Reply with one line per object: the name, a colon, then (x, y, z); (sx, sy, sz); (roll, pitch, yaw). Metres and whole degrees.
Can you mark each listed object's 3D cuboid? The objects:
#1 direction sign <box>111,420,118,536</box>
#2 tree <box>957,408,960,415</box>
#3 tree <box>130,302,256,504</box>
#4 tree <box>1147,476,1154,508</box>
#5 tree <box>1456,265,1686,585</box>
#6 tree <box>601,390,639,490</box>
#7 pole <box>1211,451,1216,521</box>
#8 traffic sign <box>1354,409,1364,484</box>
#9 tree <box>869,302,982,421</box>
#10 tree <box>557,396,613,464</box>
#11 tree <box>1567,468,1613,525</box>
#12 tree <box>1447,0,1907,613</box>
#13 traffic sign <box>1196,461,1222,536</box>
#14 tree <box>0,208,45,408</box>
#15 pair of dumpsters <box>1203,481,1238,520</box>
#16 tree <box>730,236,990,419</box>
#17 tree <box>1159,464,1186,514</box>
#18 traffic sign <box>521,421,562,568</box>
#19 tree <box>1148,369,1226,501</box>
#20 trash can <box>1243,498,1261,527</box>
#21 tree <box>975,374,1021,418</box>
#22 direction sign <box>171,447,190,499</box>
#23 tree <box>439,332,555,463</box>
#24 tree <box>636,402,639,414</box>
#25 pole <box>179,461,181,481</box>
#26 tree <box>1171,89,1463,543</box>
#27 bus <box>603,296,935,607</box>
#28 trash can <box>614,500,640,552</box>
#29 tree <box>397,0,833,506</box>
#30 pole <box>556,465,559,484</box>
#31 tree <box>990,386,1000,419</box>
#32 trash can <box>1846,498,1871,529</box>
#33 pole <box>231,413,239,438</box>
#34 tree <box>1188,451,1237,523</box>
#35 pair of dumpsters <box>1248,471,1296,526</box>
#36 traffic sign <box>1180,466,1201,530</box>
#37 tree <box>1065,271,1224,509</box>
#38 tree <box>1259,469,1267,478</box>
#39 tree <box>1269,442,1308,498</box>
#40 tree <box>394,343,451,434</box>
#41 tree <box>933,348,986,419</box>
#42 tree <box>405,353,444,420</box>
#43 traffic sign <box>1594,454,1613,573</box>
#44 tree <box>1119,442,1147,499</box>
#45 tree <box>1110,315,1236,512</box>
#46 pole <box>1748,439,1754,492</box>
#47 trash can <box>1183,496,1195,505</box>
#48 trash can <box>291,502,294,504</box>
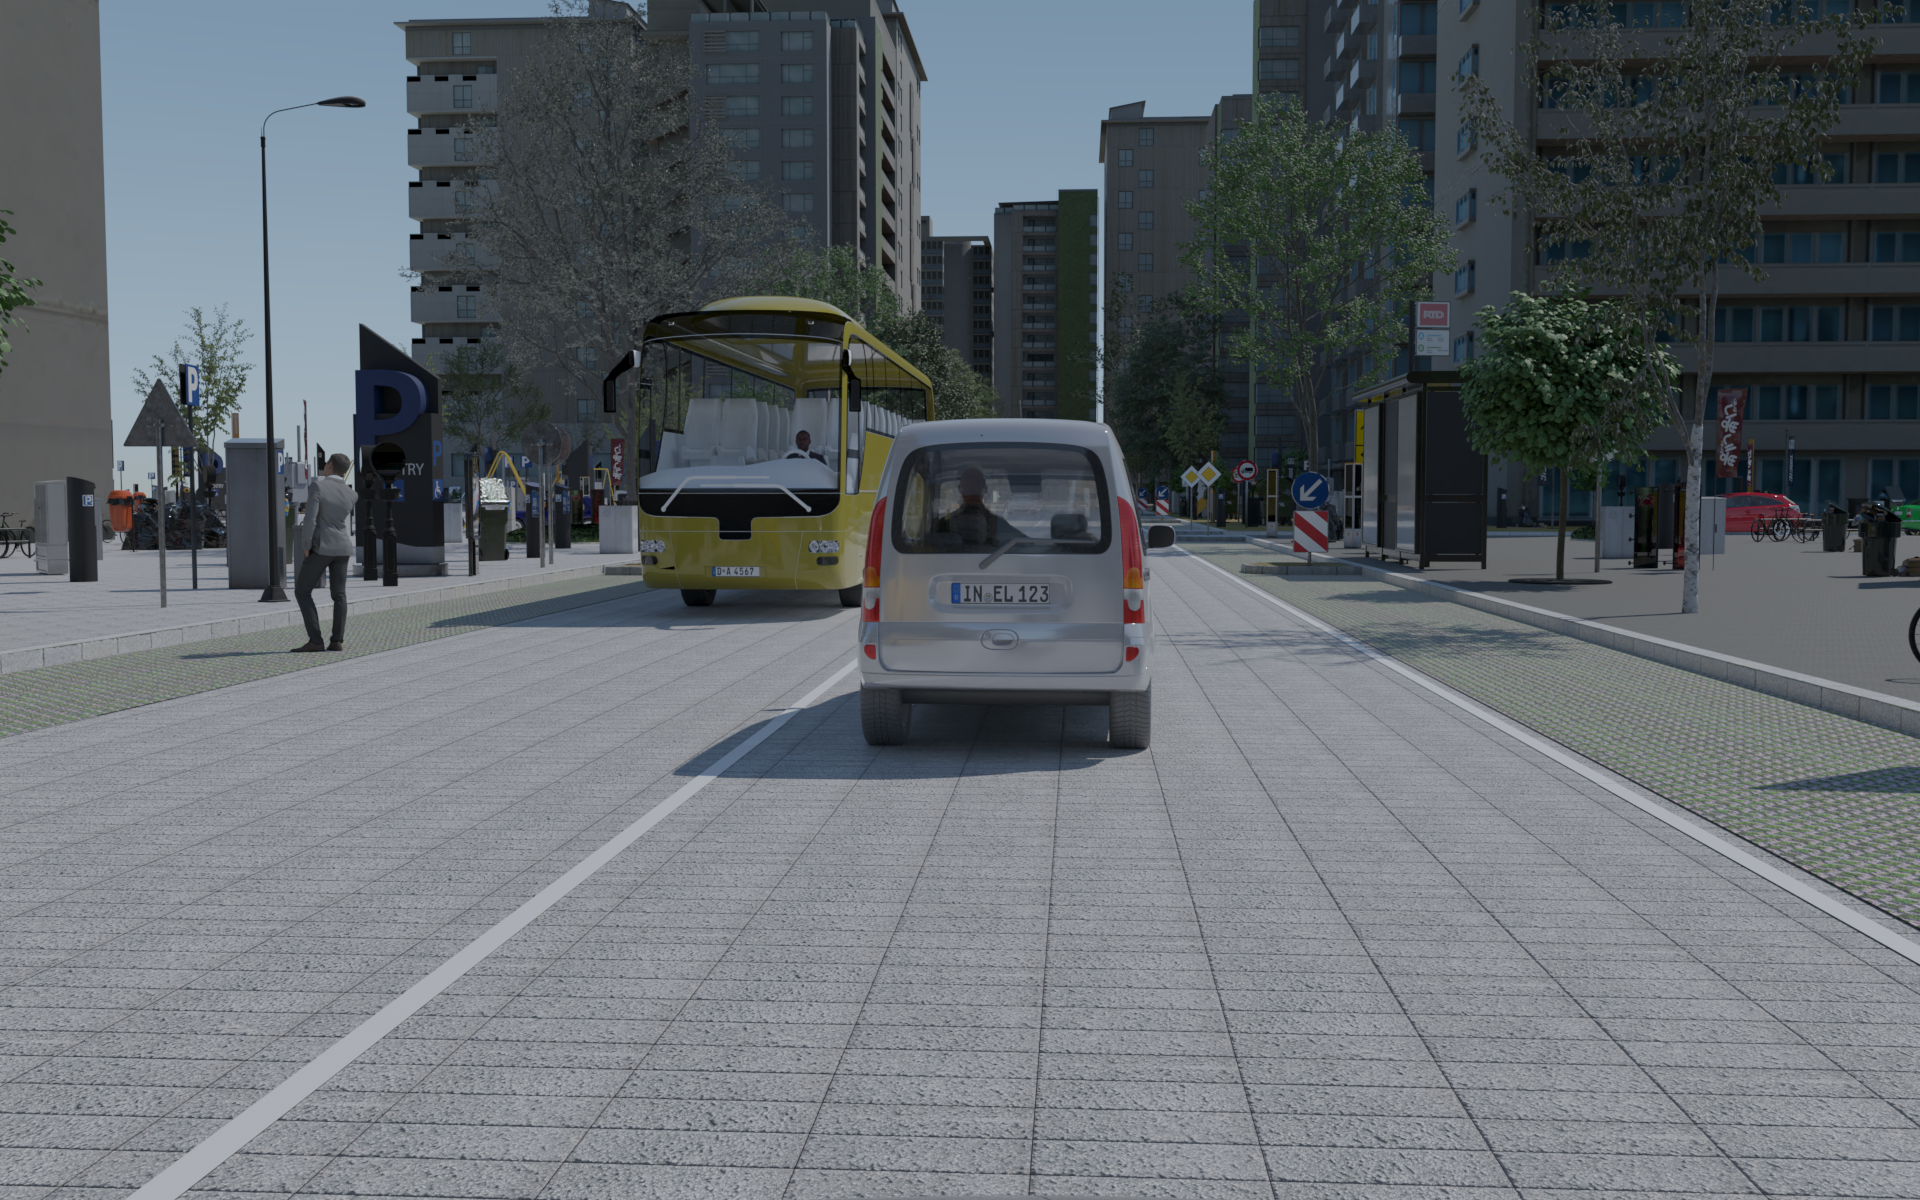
direction sign: (-26.081, -3.736, 53.076); (0.379, 3.537, 0.876); (-3, 5, -43)
tree: (3.375, -16.058, 196.961); (8.767, 10.594, 7.601); (0, 4, -3)
tree: (-28.861, -7.070, 65.951); (4.737, 8.622, 4.395); (0, 3, 0)
tree: (18.377, -10.460, 165.625); (1.663, 3.219, 1.824); (0, 3, 0)
tree: (8.678, -2.521, 24.934); (4.285, 4.588, 4.351); (0, 3, 0)
tree: (-21.390, -10.091, 115.355); (4.737, 8.622, 4.395); (0, 3, 0)
pole: (11.881, -5.344, 81.222); (0.158, 3.312, 0.155); (0, 3, 0)
traffic sign: (10.569, -2.907, 41.409); (2.265, 3.308, 0.079); (0, 4, 8)
tree: (-3.262, -11.433, 103.933); (9.611, 12.733, 9.660); (0, 3, 0)
tree: (-28.027, -10.922, 128.944); (4.360, 8.622, 3.978); (0, 3, 0)
tree: (23.309, -4.222, 63.631); (1.663, 3.219, 1.824); (0, 3, 0)
tree: (7.731, -4.175, 18.619); (4.360, 8.622, 3.978); (0, 3, 0)
traffic sign: (7.608, -3.023, 53.074); (0.795, 2.450, 0.064); (0, 4, 4)
tree: (-9.379, -1.877, 14.396); (4.285, 4.588, 4.351); (0, 3, 0)
pair of dumpsters: (13.246, -5.202, 87.545); (1.574, 2.255, 4.437); (0, 4, 4)
tree: (-5.760, -8.741, 68.665); (9.928, 11.665, 9.643); (0, 3, 0)
tree: (14.058, -7.068, 110.163); (1.663, 3.219, 1.824); (0, 3, 0)
traffic sign: (-7.287, -1.838, 30.157); (0.768, 2.556, 0.104); (1, 4, 12)
tree: (13.439, -9.259, 101.743); (4.737, 8.622, 4.395); (0, 3, 0)
trash can: (11.387, -3.414, 67.465); (0.748, 1.137, 0.748); (0, 3, 0)
tree: (1.740, -16.263, 176.262); (12.009, 13.543, 11.850); (0, 3, 0)
direction sign: (-35.577, -5.332, 79.172); (0.876, 3.537, 0.379); (0, 4, -1)
tree: (-26.919, -10.071, 99.065); (8.767, 10.594, 7.601); (1, 4, 9)
tree: (-15.673, -8.799, 94.220); (4.360, 8.622, 3.978); (0, 3, 0)
pole: (-48.716, -7.002, 108.319); (0.158, 3.312, 0.155); (0, 3, 0)
tree: (9.204, -7.327, 45.558); (9.928, 11.665, 9.643); (0, 3, 0)
bus: (-2.123, -2.065, 25.305); (2.896, 3.916, 12.252); (0, 4, 4)
trash can: (-7.358, -1.652, 38.661); (0.748, 1.137, 0.748); (0, 3, 0)
tree: (-8.125, -8.047, 41.945); (12.009, 13.543, 11.850); (0, 3, 0)
pole: (-26.512, -7.361, 114.189); (0.158, 3.312, 0.155); (0, 3, 0)
tree: (0.034, -13.306, 143.304); (9.928, 11.665, 9.643); (0, 3, 0)
trash can: (30.897, -2.932, 59.598); (0.748, 1.137, 0.748); (0, 3, 0)
pole: (-18.203, -3.042, 43.580); (0.158, 3.312, 0.155); (0, 3, 0)
tree: (11.407, -5.064, 77.402); (1.663, 3.219, 1.824); (0, 3, 0)
pair of dumpsters: (12.850, -4.217, 71.443); (1.574, 2.255, 4.437); (0, 4, 4)
traffic sign: (8.156, -3.511, 61.040); (0.795, 2.450, 0.064); (0, 4, 4)
tree: (15.737, -17.865, 147.974); (12.611, 20.169, 13.585); (0, 3, 0)
tree: (23.087, -8.305, 130.392); (1.663, 3.219, 1.824); (0, 3, 0)
tree: (21.241, -7.729, 110.087); (4.285, 4.588, 4.351); (0, 3, 0)
tree: (-26.546, -8.161, 83.793); (4.737, 8.622, 4.395); (0, 3, 0)
tree: (-1.077, -13.222, 134.310); (7.486, 12.596, 7.792); (0, 3, 0)
tree: (-28.439, -8.498, 89.305); (4.360, 8.622, 3.978); (0, 3, 0)
traffic sign: (10.427, -1.722, 28.267); (0.768, 2.556, 0.104); (0, 4, 7)
tree: (18.825, -14.274, 183.747); (4.737, 8.622, 4.395); (0, 3, 0)
tree: (15.076, -13.213, 122.680); (9.857, 13.997, 8.962); (0, 3, 0)
pole: (29.335, -4.308, 64.283); (0.158, 3.312, 0.155); (0, 3, 0)
trash can: (14.060, -5.776, 106.084); (0.748, 1.137, 0.748); (0, 3, 0)
trash can: (-30.286, -4.064, 78.106); (0.748, 1.137, 0.748); (0, 3, 0)
